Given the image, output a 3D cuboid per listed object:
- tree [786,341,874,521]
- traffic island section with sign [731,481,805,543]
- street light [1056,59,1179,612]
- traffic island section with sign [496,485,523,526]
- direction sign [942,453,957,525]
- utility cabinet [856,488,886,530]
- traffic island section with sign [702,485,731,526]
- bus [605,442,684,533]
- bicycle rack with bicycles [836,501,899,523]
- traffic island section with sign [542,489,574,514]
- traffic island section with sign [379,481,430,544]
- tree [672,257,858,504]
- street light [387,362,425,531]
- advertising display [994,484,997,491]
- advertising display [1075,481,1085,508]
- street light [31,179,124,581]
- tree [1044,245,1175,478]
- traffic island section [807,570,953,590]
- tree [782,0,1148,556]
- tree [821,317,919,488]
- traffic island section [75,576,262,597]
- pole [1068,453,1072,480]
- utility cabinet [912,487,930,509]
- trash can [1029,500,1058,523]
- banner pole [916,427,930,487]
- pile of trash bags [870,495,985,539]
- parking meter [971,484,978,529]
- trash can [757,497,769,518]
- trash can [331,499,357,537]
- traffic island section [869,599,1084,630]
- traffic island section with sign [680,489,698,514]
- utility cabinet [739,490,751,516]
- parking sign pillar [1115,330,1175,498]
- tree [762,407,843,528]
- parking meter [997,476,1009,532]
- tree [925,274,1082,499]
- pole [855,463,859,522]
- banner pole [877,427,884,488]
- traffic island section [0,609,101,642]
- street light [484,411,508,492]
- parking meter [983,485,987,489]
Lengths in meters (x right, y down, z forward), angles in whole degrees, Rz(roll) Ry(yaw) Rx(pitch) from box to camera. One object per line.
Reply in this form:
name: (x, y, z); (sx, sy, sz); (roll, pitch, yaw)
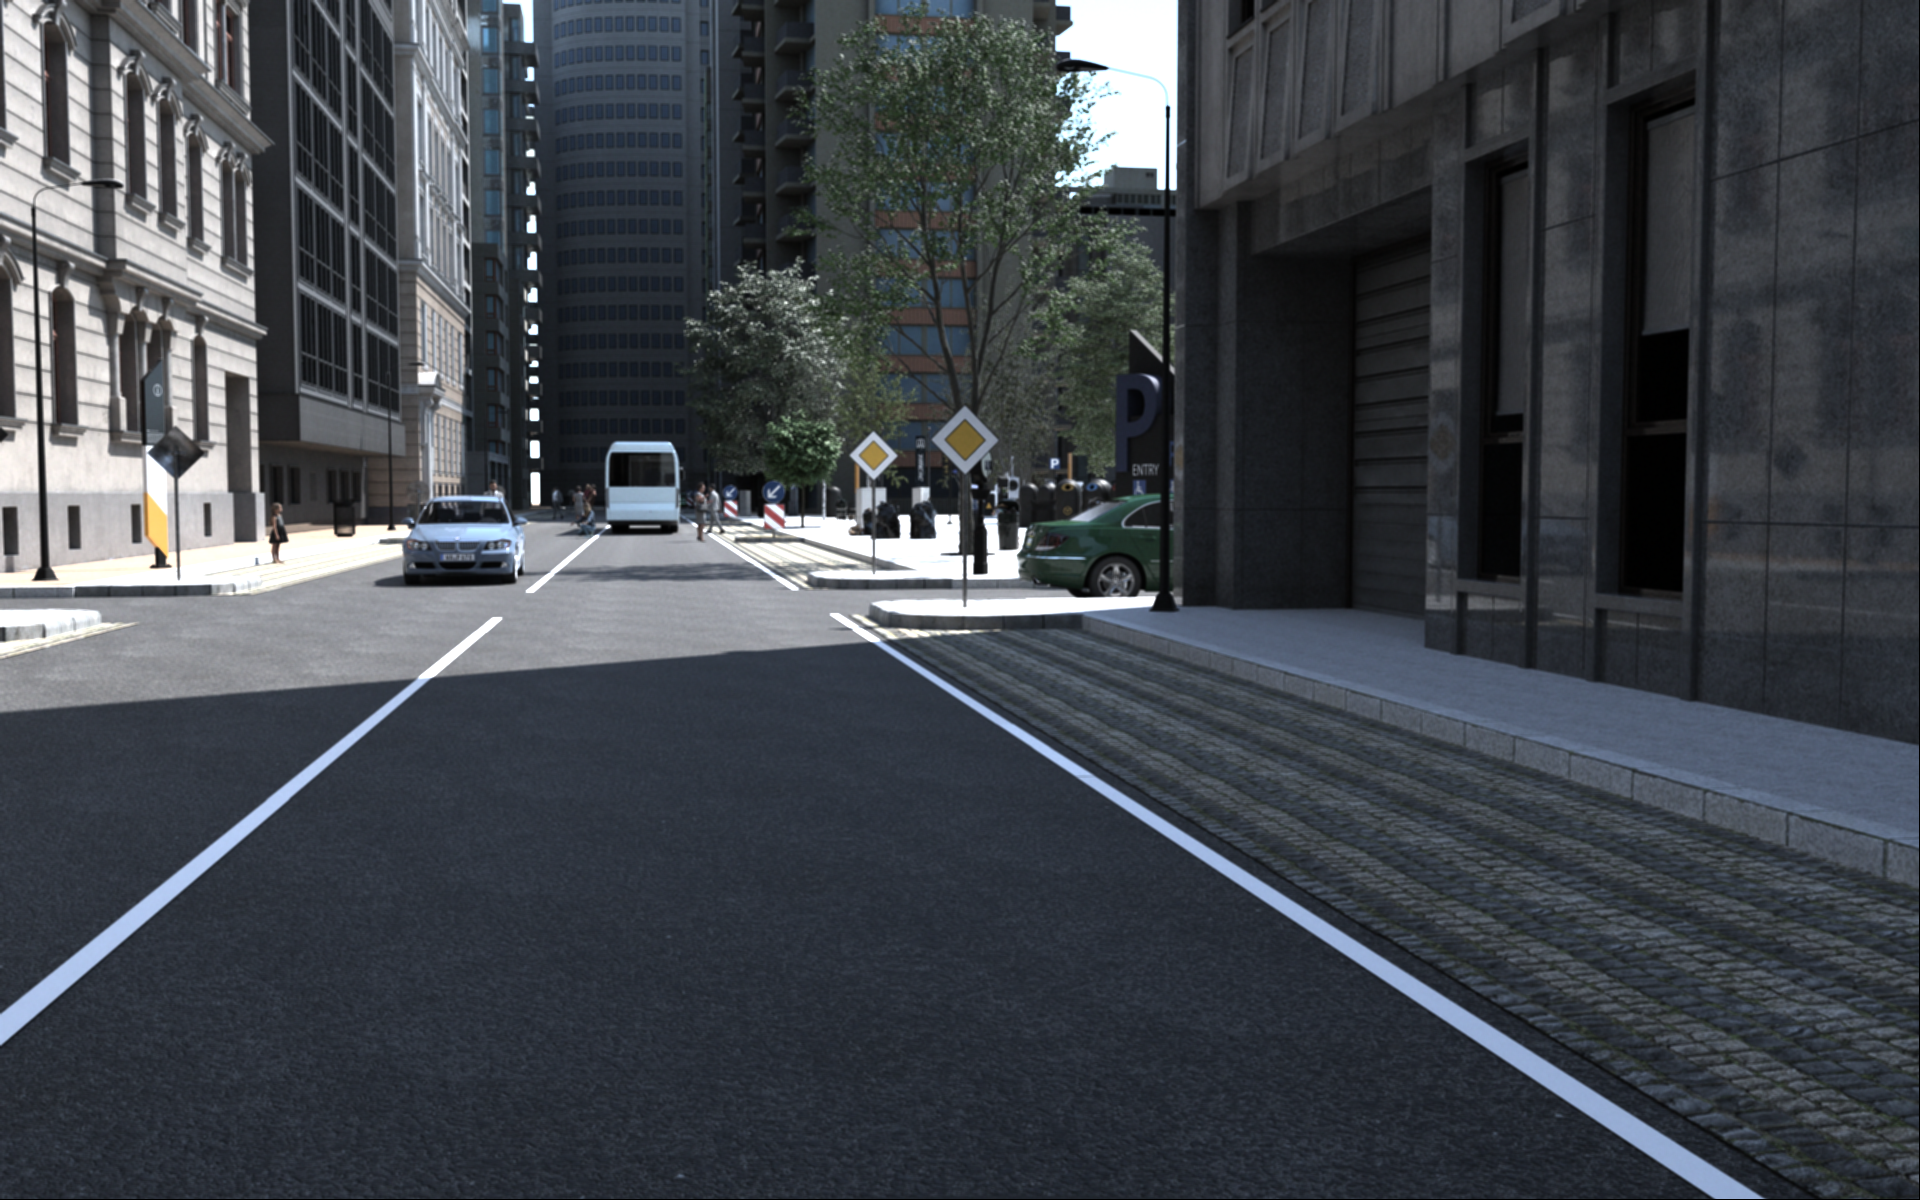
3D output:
tree: (-6.308, -8.113, 83.007); (4.360, 8.622, 3.978); (0, 3, 0)
traffic island section with sign: (-5.710, -2.631, 51.652); (1.989, 1.847, 2.006); (-1, 4, -10)
street light: (1.712, -2.827, 18.763); (1.470, 5.913, 1.316); (-1, 4, -10)
traffic island section with sign: (-20.553, -4.195, 77.224); (1.989, 1.847, 2.006); (-1, 4, -10)
direction sign: (-0.425, -4.940, 72.769); (0.379, 3.537, 0.876); (3, 5, 45)
utility cabinet: (-3.132, -3.194, 60.907); (1.173, 1.500, 0.318); (-3, 5, -45)
traffic island section with sign: (-10.499, -4.254, 78.180); (1.989, 1.847, 2.006); (-1, 4, -10)
bus: (-12.245, -4.449, 67.598); (2.948, 3.499, 13.247); (-1, 4, -9)
bicycle rack with bicycles: (-4.116, -3.939, 77.777); (2.852, 0.926, 2.925); (2, 4, 34)
traffic island section with sign: (-29.414, -7.202, 126.377); (1.989, 1.847, 2.006); (-1, 4, -10)
traffic island section with sign: (-15.688, -2.544, 50.228); (1.989, 1.847, 2.006); (-1, 4, -10)
tree: (-10.084, -11.355, 92.313); (9.857, 13.997, 8.962); (0, 3, 0)
street light: (-19.508, -5.410, 60.996); (1.470, 5.913, 1.316); (-1, 4, -10)
advertising display: (2.156, -5.426, 93.927); (0.123, 1.923, 0.974); (-2, 4, -31)
advertising display: (5.573, -4.838, 84.312); (0.974, 1.923, 0.123); (1, 4, 14)
street light: (-13.032, -3.245, 25.599); (1.470, 5.913, 1.316); (-1, 4, -10)
tree: (7.587, -9.829, 78.833); (7.486, 12.596, 7.792); (0, 3, 0)
traffic island section: (-1.343, -0.316, 27.442); (2.009, 0.180, 2.903); (-1, 4, -10)
tree: (0.147, -6.754, 36.179); (9.928, 11.665, 9.643); (0, 3, 0)
tree: (-3.743, -7.413, 71.562); (4.737, 8.622, 4.395); (0, 3, 0)
traffic island section: (-11.571, -0.204, 25.609); (2.009, 0.180, 2.903); (-1, 4, -10)
pole: (5.438, -5.620, 85.726); (0.158, 3.312, 0.155); (0, 3, 0)
utility cabinet: (-1.273, -2.891, 55.952); (0.318, 1.500, 1.173); (1, 4, 13)
trash can: (2.084, -1.934, 43.281); (0.748, 1.137, 0.748); (0, 3, 0)
banner pole: (-1.357, -4.599, 65.214); (0.863, 3.779, 0.401); (3, 4, 37)
pile of trash bags: (-0.955, -2.457, 49.916); (3.447, 1.369, 1.912); (1, 4, 16)
parking meter: (0.336, -2.134, 43.295); (0.372, 1.533, 0.369); (0, 3, 0)
trash can: (-10.686, -5.040, 94.052); (0.748, 1.137, 0.748); (0, 3, 0)
trash can: (-18.477, -2.467, 51.988); (0.748, 1.137, 0.748); (0, 3, 0)
traffic island section: (0.074, 0.165, 19.583); (2.009, 0.180, 2.903); (-1, 4, -10)
traffic island section with sign: (-19.439, -7.285, 127.736); (1.989, 1.847, 2.006); (-1, 4, -10)
utility cabinet: (-12.176, -5.478, 98.237); (0.318, 1.500, 1.173); (-2, 4, -26)
parking sign pillar: (3.051, -2.411, 27.887); (1.447, 3.967, 1.447); (-2, 4, -31)
tree: (-5.964, -4.980, 65.135); (4.285, 4.588, 4.351); (0, 3, 0)
parking meter: (1.373, -3.035, 55.340); (0.255, 1.863, 0.399); (-1, 4, -20)
tree: (1.787, -6.655, 59.171); (4.360, 8.622, 3.978); (0, 3, 0)
pole: (-4.706, -5.219, 79.167); (0.158, 3.312, 0.155); (0, 3, 0)
banner pole: (-3.007, -4.603, 65.276); (0.401, 3.779, 0.863); (-1, 4, -19)
traffic island section: (-10.154, 0.277, 17.750); (2.009, 0.180, 2.903); (-1, 4, -10)
street light: (-25.929, -7.596, 96.732); (1.470, 5.913, 1.316); (-1, 4, -10)
parking meter: (1.338, -5.473, 95.194); (0.399, 1.863, 0.255); (0, 4, -5)
